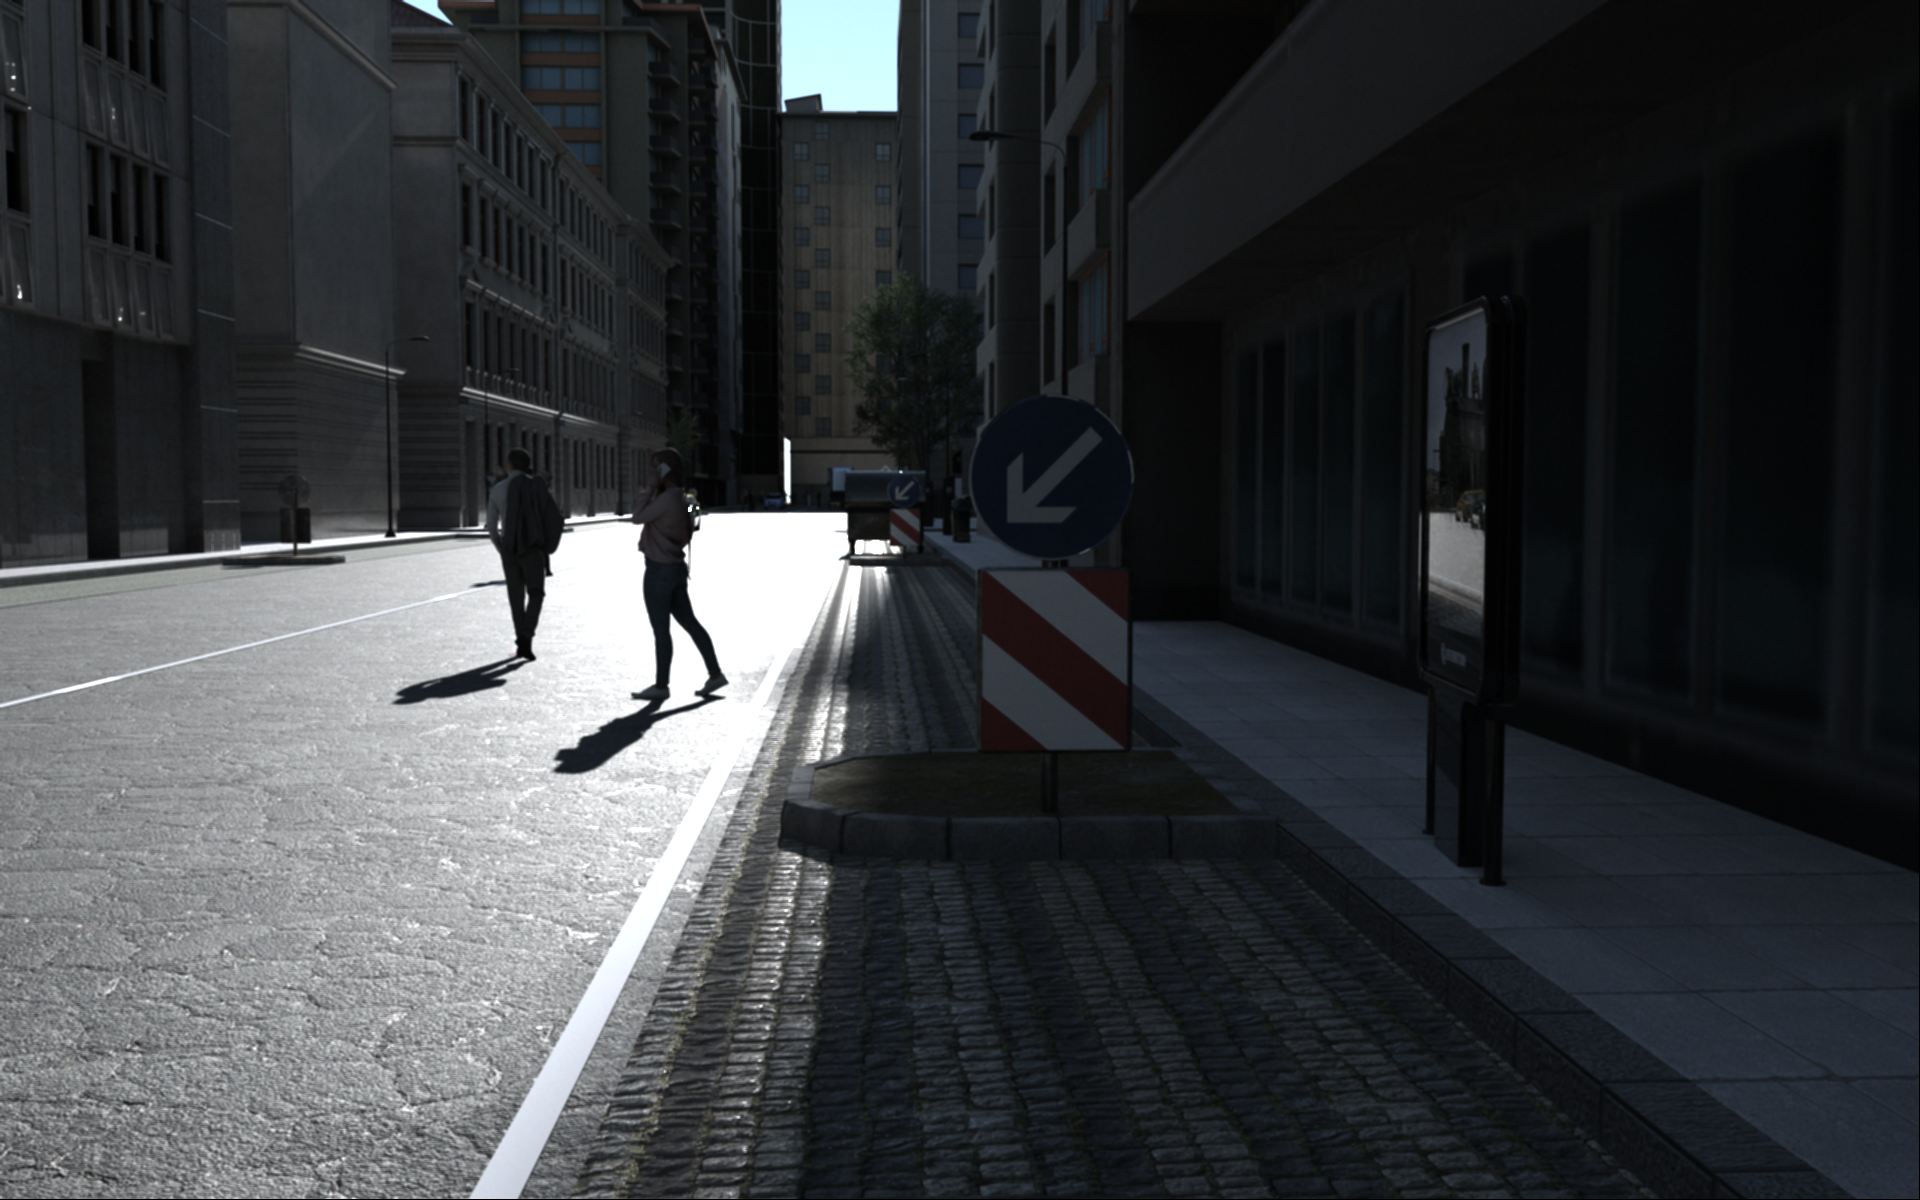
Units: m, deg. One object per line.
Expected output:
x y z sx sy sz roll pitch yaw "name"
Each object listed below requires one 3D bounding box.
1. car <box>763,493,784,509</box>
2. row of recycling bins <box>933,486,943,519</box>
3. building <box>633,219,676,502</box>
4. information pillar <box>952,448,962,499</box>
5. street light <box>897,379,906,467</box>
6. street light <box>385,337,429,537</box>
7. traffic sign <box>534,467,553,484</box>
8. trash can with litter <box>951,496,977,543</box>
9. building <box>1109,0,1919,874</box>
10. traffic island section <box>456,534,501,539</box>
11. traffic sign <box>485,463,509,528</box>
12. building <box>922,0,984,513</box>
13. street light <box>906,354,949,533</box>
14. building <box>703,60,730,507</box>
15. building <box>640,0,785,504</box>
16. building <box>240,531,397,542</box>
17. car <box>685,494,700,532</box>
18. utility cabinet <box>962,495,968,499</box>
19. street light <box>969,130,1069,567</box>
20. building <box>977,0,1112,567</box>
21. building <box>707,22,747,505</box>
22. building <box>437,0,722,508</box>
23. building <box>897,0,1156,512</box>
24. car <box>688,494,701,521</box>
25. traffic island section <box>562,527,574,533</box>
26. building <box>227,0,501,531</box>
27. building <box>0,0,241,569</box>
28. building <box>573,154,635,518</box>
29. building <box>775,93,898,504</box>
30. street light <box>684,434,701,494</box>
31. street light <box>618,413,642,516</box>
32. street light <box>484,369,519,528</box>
-17.726 -9.504 164.983 1.945 1.707 3.694 0 4 -1 "car"
-0.962 -5.139 91.133 1.069 1.692 3.534 -2 4 -26 "row of recycling bins"
-26.085 -17.160 116.724 11.583 22.565 21.152 0 4 -3 "building"
-0.139 -5.967 88.919 0.504 3.616 0.183 0 4 -6 "information pillar"
-1.818 -5.955 69.903 1.470 5.913 1.316 0 4 -3 "street light"
-16.368 -4.815 51.267 1.470 5.913 1.316 0 4 -3 "street light"
-15.612 -3.740 64.795 0.795 2.450 0.064 0 4 -3 "traffic sign"
0.113 -2.125 46.132 0.624 1.170 1.055 -1 4 -10 "trash can with litter"
12.767 -23.439 6.926 21.300 48.544 21.600 0 4 -3 "building"
-15.212 -2.116 56.882 2.009 0.180 2.903 0 4 -3 "traffic island section"
-15.189 -3.253 56.821 0.795 2.450 0.064 0 4 -3 "traffic sign"
7.871 -35.279 118.807 21.231 58.520 28.212 0 4 -3 "building"
-0.953 -5.197 57.504 1.470 5.913 1.316 0 4 -3 "street light"
-30.933 -32.129 175.427 14.600 45.320 14.200 0 4 -3 "building"
-34.380 -48.500 231.231 20.611 71.187 20.563 0 4 -3 "building"
-27.860 -13.108 50.475 21.152 22.565 11.583 0 4 -3 "building"
-10.992 -3.340 66.412 2.131 1.459 4.920 0 4 -4 "car"
-0.008 -5.504 101.147 1.020 1.237 0.306 -1 4 -19 "utility cabinet"
0.814 -3.044 22.313 1.470 5.913 1.316 0 4 -3 "street light"
15.103 -11.992 41.108 27.650 21.520 28.899 0 4 -3 "building"
-39.209 -37.359 200.066 27.495 52.752 28.713 0 4 -3 "building"
-33.000 -30.499 153.289 22.147 44.769 28.867 0 4 -3 "building"
5.133 -32.674 157.916 21.300 48.544 21.600 0 4 -3 "building"
-13.366 -4.429 82.634 2.015 1.641 3.980 0 4 -3 "car"
-15.635 -2.604 64.856 2.009 0.180 2.903 0 4 -3 "traffic island section"
-24.276 -14.545 73.974 11.583 22.565 21.152 0 4 -3 "building"
-22.042 -12.899 28.918 12.078 24.808 19.932 0 4 -3 "building"
-25.399 -15.835 95.056 11.583 22.565 21.152 0 4 -3 "building"
-10.573 -39.621 237.045 27.495 52.752 28.713 0 4 -3 "building"
-20.773 -9.885 134.167 1.470 5.913 1.316 0 4 -3 "street light"
-18.923 -7.752 99.293 1.470 5.913 1.316 0 4 -3 "street light"
-17.085 -5.627 64.535 1.470 5.913 1.316 0 4 -3 "street light"
